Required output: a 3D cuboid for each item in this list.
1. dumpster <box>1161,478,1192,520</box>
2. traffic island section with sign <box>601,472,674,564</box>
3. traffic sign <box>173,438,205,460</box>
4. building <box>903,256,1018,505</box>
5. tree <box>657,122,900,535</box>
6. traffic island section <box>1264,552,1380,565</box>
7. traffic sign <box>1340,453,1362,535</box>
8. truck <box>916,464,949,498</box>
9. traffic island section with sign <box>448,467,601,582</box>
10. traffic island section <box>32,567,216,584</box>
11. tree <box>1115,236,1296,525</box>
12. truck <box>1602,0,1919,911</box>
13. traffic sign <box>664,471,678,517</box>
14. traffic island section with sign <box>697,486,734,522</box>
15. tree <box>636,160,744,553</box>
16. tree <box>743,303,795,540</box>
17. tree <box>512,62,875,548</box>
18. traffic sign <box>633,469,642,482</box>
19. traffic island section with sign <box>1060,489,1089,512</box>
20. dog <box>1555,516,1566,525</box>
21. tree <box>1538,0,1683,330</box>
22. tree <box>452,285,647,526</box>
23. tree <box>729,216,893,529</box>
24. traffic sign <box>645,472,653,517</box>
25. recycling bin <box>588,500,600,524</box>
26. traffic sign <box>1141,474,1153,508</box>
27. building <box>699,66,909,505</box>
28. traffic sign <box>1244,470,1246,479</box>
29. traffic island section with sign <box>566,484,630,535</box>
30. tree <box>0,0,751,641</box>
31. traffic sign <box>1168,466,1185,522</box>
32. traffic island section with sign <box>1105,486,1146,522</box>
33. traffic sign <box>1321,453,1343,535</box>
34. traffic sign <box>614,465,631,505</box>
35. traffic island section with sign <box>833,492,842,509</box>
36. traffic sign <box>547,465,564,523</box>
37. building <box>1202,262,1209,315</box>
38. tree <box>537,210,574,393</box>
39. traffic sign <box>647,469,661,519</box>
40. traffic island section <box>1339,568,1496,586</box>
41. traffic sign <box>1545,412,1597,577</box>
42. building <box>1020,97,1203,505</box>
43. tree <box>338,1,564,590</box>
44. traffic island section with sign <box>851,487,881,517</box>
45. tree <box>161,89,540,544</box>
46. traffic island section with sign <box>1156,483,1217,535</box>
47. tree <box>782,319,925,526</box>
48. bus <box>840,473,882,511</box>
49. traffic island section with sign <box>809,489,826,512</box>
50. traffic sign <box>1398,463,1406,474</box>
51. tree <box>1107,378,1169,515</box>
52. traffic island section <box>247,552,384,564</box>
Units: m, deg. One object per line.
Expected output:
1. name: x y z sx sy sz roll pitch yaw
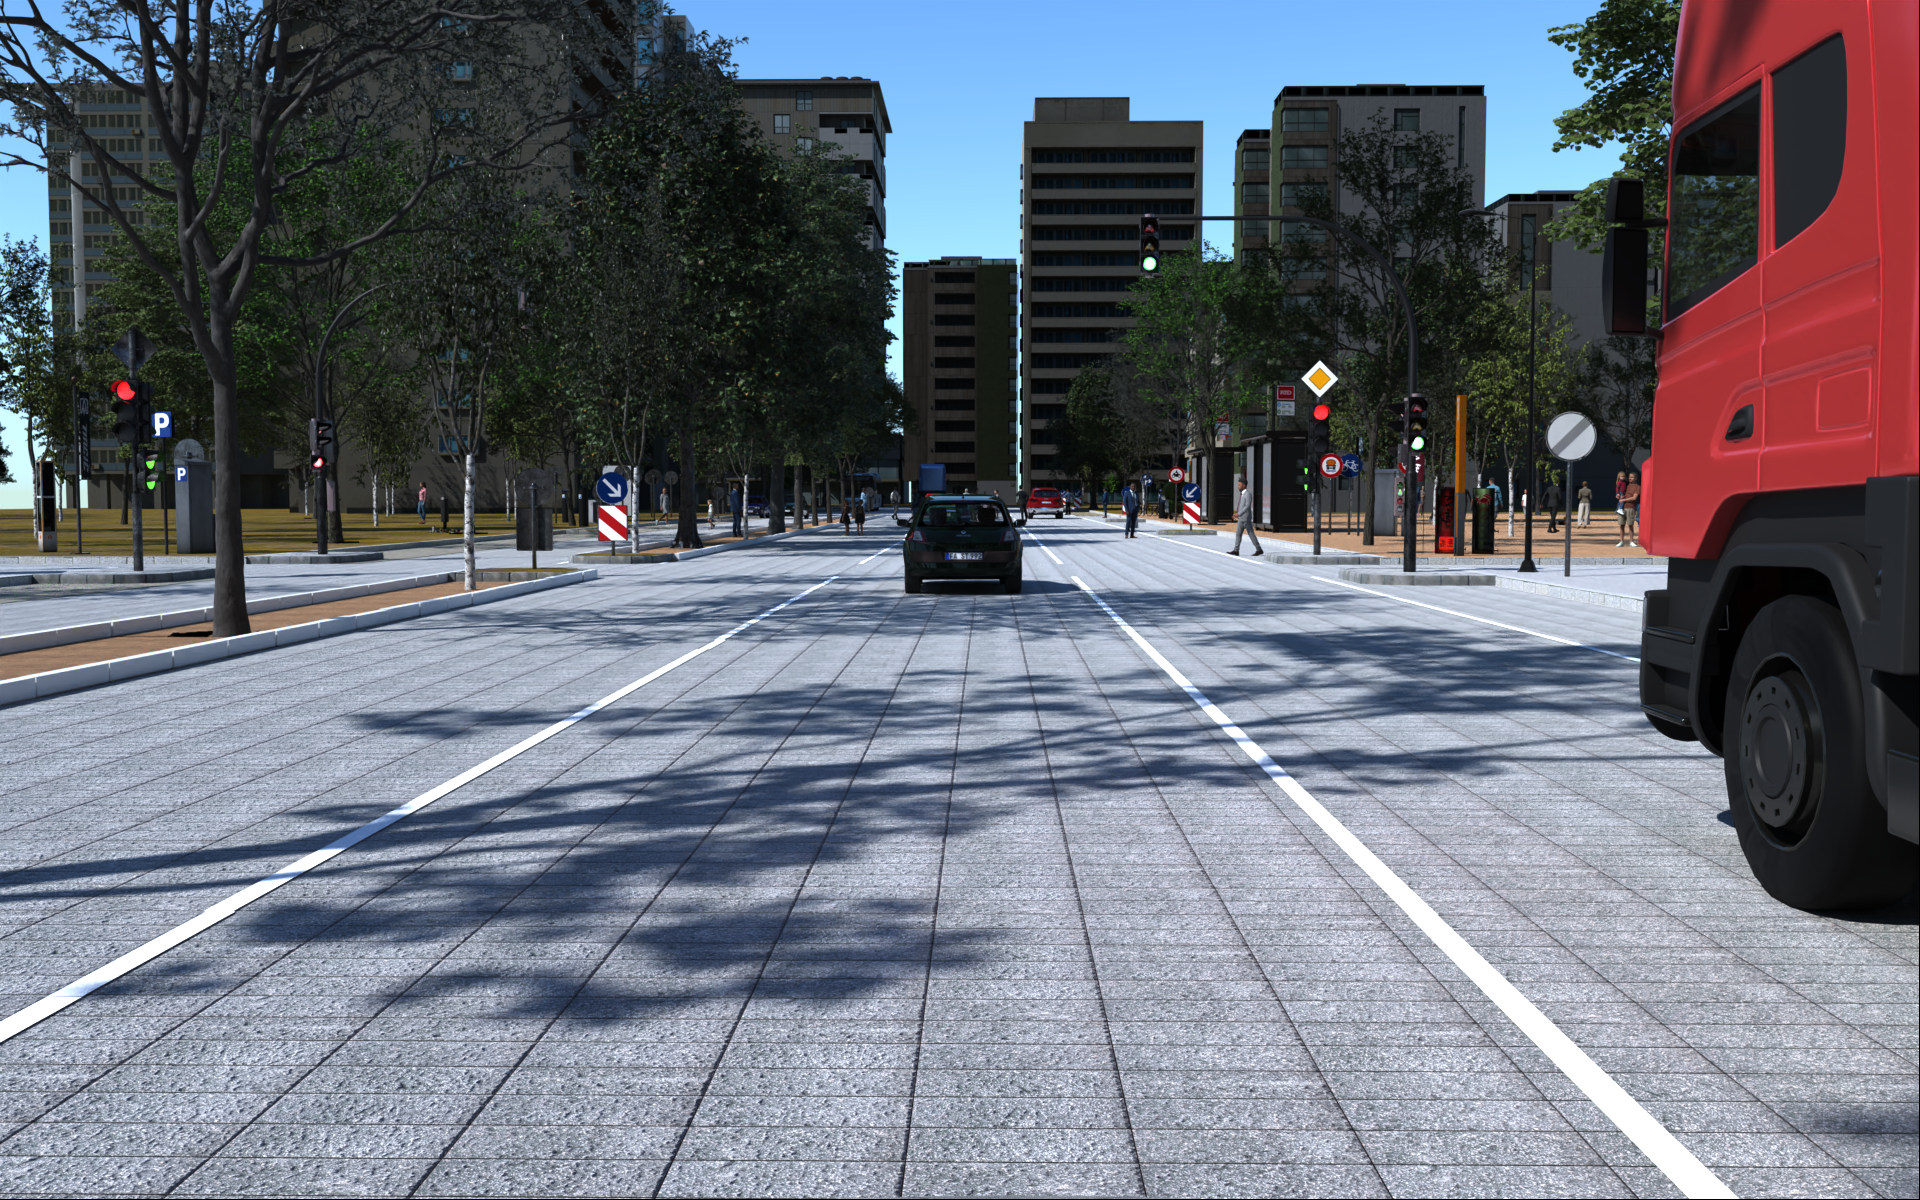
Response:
1. dumpster: 11.044 -5.219 87.830 1.502 2.255 1.985 0 4 1
2. traffic island section with sign: -7.168 -1.731 36.431 2.006 1.907 1.989 0 4 1
3. traffic sign: -17.633 -2.416 39.602 0.768 2.556 0.104 0 4 8
4. building: 0.054 -27.019 213.468 14.107 30.474 14.160 0 4 1
5. tree: -6.459 -9.259 60.497 9.857 13.997 8.962 0 3 0
6. traffic island section: 7.551 -0.871 36.526 2.009 0.180 2.903 0 4 1
7. traffic sign: 12.248 -3.324 54.460 0.768 2.556 0.104 0 4 5
8. truck: -2.434 -9.722 148.714 2.967 4.110 18.799 0 4 0
9. traffic island section with sign: -7.300 -1.278 29.025 2.006 1.907 1.989 0 4 1
10. traffic island section: -13.720 -0.405 28.898 2.009 0.180 2.903 0 4 1
11. tree: 10.246 -8.894 71.180 9.928 11.665 9.643 0 3 0
12. truck: 3.866 -0.831 2.505 2.839 4.237 11.283 0 4 2
13. traffic sign: -15.885 -5.817 95.213 0.768 2.556 0.104 0 4 5
14. traffic island section with sign: -12.398 -4.897 88.701 1.989 1.847 2.006 0 4 1
15. tree: -7.120 -5.207 37.953 4.360 8.622 3.978 0 3 0
16. tree: -6.606 -6.147 53.327 4.360 8.622 3.978 0 3 0
17. tree: -7.197 -7.711 45.541 9.611 12.733 9.660 0 3 0
18. traffic sign: -16.458 -5.353 87.629 0.768 2.556 0.104 0 4 5
19. traffic island section with sign: 9.256 -7.943 138.502 1.989 1.847 2.006 0 4 1
20. dog: 24.690 -3.265 71.112 0.550 0.427 0.748 -2 4 -28
21. tree: 9.694 -6.086 17.637 7.486 12.596 7.792 0 3 0
22. tree: -15.978 -8.280 69.784 7.601 10.594 8.767 1 4 18
23. tree: -6.633 -9.140 70.021 7.486 12.596 7.792 0 3 0
24. traffic sign: -17.144 -5.880 96.246 0.768 2.556 0.104 0 4 2
25. recycling bin: -16.023 -3.834 75.244 0.722 1.027 0.722 0 4 6
26. traffic sign: 11.777 -6.681 109.338 0.768 2.556 0.104 1 4 11
27. building: -20.883 -38.573 219.904 27.495 52.752 28.713 0 4 1
28. traffic sign: 13.453 -4.874 79.800 0.768 2.556 0.104 0 4 2
29. traffic island section with sign: -12.843 -3.249 61.750 1.989 1.847 2.006 0 4 1
30. tree: -7.282 -6.361 16.829 12.009 13.543 11.850 0 3 0
31. traffic sign: 9.937 -4.861 79.576 0.768 2.556 0.104 0 4 2
32. traffic island section with sign: 8.418 -4.878 88.381 1.989 1.847 2.006 0 4 1
33. traffic sign: 11.607 -3.313 54.268 0.768 2.556 0.104 0 4 5
34. traffic sign: -14.667 -4.598 75.275 0.768 2.556 0.104 0 4 5
35. traffic island section with sign: -11.109 -9.623 165.957 1.989 1.847 2.006 0 4 1
36. traffic sign: -17.673 -4.624 75.711 0.768 2.556 0.104 1 4 9
37. building: 36.311 -26.998 213.112 14.107 30.474 14.160 0 4 1
38. tree: -15.797 -7.900 54.914 9.928 11.665 9.643 0 3 0
39. traffic sign: -15.482 -5.352 87.605 0.768 2.556 0.104 1 4 8
40. traffic island section: 7.418 -0.383 28.542 2.009 0.180 2.903 0 4 1
41. traffic sign: 9.445 -1.636 26.859 0.768 2.556 0.104 0 4 5
42. building: 18.210 -36.175 215.156 21.600 48.544 21.300 0 4 1
43. tree: -7.294 -4.460 25.735 4.360 8.622 3.978 0 3 0
44. traffic island section with sign: -5.926 -6.326 111.560 2.006 1.907 1.989 0 4 1
45. tree: -16.443 -7.290 44.953 9.928 11.665 9.643 0 3 0
46. traffic island section with sign: 7.971 -3.211 61.121 1.989 1.847 2.006 0 4 1
47. tree: -6.396 -9.084 85.396 8.767 10.594 7.601 0 4 1
48. bus: -8.230 -9.234 145.843 2.948 3.499 13.247 0 4 0
49. traffic island section with sign: -11.570 -7.951 138.622 1.989 1.847 2.006 0 4 1
50. traffic sign: 12.567 -2.947 48.295 0.768 2.556 0.104 0 4 2
51. tree: 11.054 -9.441 104.718 4.360 8.622 3.978 0 3 0
52. traffic island section: -13.587 -0.893 36.882 2.009 0.180 2.903 0 4 1
